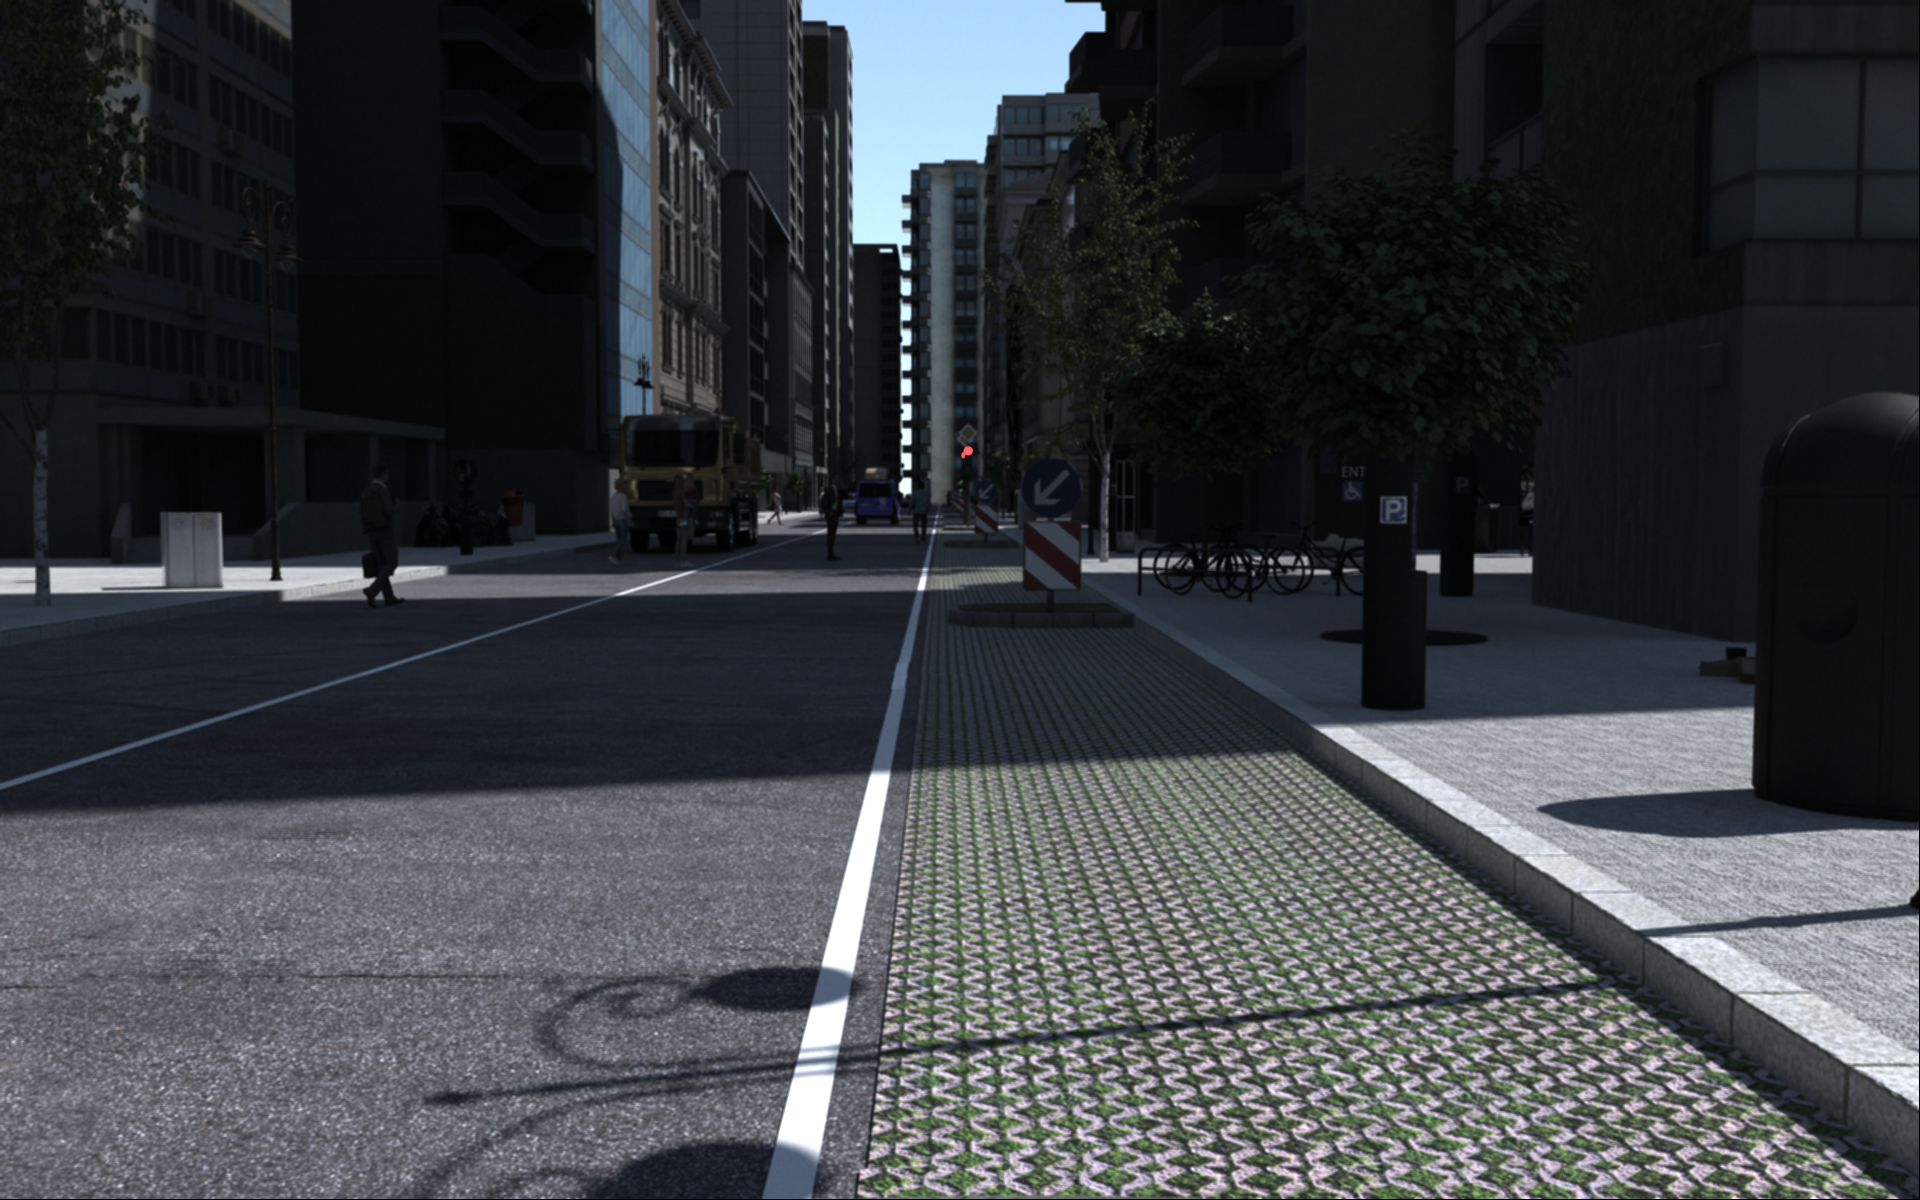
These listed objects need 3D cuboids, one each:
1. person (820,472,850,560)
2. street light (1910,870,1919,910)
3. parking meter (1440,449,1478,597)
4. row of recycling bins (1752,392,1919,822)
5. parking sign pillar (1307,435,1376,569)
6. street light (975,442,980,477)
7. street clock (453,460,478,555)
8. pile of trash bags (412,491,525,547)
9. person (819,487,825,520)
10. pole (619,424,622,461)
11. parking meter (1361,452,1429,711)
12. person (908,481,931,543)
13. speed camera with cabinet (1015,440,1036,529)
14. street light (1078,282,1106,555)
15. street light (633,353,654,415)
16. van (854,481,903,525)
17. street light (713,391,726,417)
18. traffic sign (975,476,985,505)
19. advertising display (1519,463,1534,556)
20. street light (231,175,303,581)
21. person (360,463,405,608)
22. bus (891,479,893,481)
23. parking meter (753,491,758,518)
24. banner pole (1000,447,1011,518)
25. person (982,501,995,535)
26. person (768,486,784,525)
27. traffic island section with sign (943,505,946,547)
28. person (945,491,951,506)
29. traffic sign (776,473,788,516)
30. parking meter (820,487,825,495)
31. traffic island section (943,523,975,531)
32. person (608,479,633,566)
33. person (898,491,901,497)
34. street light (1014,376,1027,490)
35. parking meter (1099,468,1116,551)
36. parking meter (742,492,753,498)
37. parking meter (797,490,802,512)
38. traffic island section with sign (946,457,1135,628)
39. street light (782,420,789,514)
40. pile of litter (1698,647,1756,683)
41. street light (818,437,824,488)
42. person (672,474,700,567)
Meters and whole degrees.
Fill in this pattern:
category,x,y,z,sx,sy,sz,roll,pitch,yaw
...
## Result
category,x,y,z,sx,sy,sz,roll,pitch,yaw
person,-2.703,-1.823,37.669,0.474,1.900,0.648,2,4,24
street light,3.047,-1.982,5.189,0.468,5.910,1.993,0,4,-1
parking meter,6.257,-0.979,21.725,0.399,1.863,0.255,0,4,-5
row of recycling bins,5.119,-0.017,7.388,3.534,1.692,1.069,-1,4,-12
parking sign pillar,6.846,-2.561,30.338,1.447,3.967,1.447,0,4,4
street light,1.546,-10.881,150.696,0.468,5.910,1.993,0,4,-1
street clock,-10.437,-1.958,36.578,0.471,2.002,0.358,1,4,22
pile of trash bags,-11.951,-2.042,43.141,1.912,1.369,3.447,1,4,20
person,-7.550,-5.327,95.829,0.641,1.798,0.478,2,4,33
pole,-9.771,-3.449,50.242,0.158,3.312,0.155,0,3,0
parking meter,2.611,-0.121,10.396,0.372,1.533,0.369,0,3,0
person,-1.168,-2.575,50.616,0.660,1.820,0.620,-1,4,-13
speed camera with cabinet,2.459,-4.275,64.238,0.660,3.252,2.038,0,4,-8
street light,2.777,-3.904,36.623,0.468,5.910,1.993,0,4,-1
street light,-10.381,-5.150,56.996,0.468,5.910,1.993,0,4,-1
van,-3.915,-4.807,82.981,2.240,2.365,5.245,0,4,1
street light,-10.619,-6.343,76.499,0.468,5.910,1.993,0,4,-1
traffic sign,1.449,-7.536,123.324,0.768,2.556,0.104,0,4,6
advertising display,11.902,-1.865,35.712,0.123,1.923,0.974,-1,4,-22
street light,-10.145,-3.225,25.518,0.468,5.910,1.993,0,4,-1
person,-7.380,-0.828,22.007,0.622,1.834,0.822,2,4,27
bus,-9.196,-12.724,202.896,2.948,3.499,13.247,0,3,0
parking meter,-10.735,-5.006,90.251,0.372,1.533,0.369,0,3,0
banner pole,2.473,-6.268,92.493,0.863,3.779,0.401,3,4,36
person,0.993,-3.156,60.287,0.511,1.800,0.466,1,4,13
person,-8.553,-4.386,80.307,0.778,1.811,0.616,0,4,3
traffic island section with sign,0.576,-2.328,46.697,1.989,1.847,2.006,0,4,-1
person,-1.356,-11.759,200.697,0.705,1.831,1.348,3,4,38
traffic sign,-10.570,-6.275,102.704,0.768,2.556,0.104,0,4,8
parking meter,-10.932,-8.081,137.840,0.255,1.863,0.399,1,4,14
traffic island section,0.344,-2.828,68.512,2.009,0.180,2.903,0,4,-1
person,-6.788,-1.548,34.477,0.731,1.740,0.598,2,4,31
person,-7.026,-11.858,202.385,0.705,1.822,1.348,-1,4,-17
street light,2.382,-5.827,68.055,0.468,5.910,1.993,0,4,-1
parking meter,3.343,-2.029,38.891,0.255,1.863,0.399,-2,4,-35
parking meter,-10.491,-4.685,85.014,0.372,1.533,0.369,0,3,0
parking meter,-11.527,-7.255,124.333,0.255,1.863,0.399,2,4,35
traffic island section with sign,0.866,-0.655,19.340,1.989,1.847,2.006,0,4,-1
street light,-10.932,-8.315,108.736,0.468,5.910,1.993,0,4,-1
pile of litter,5.841,0.132,11.800,1.176,0.858,1.719,-1,4,-12
street light,-11.295,-10.251,140.384,0.468,5.910,1.993,0,4,-1
person,-5.401,-1.563,34.029,0.580,1.828,0.573,1,4,11
